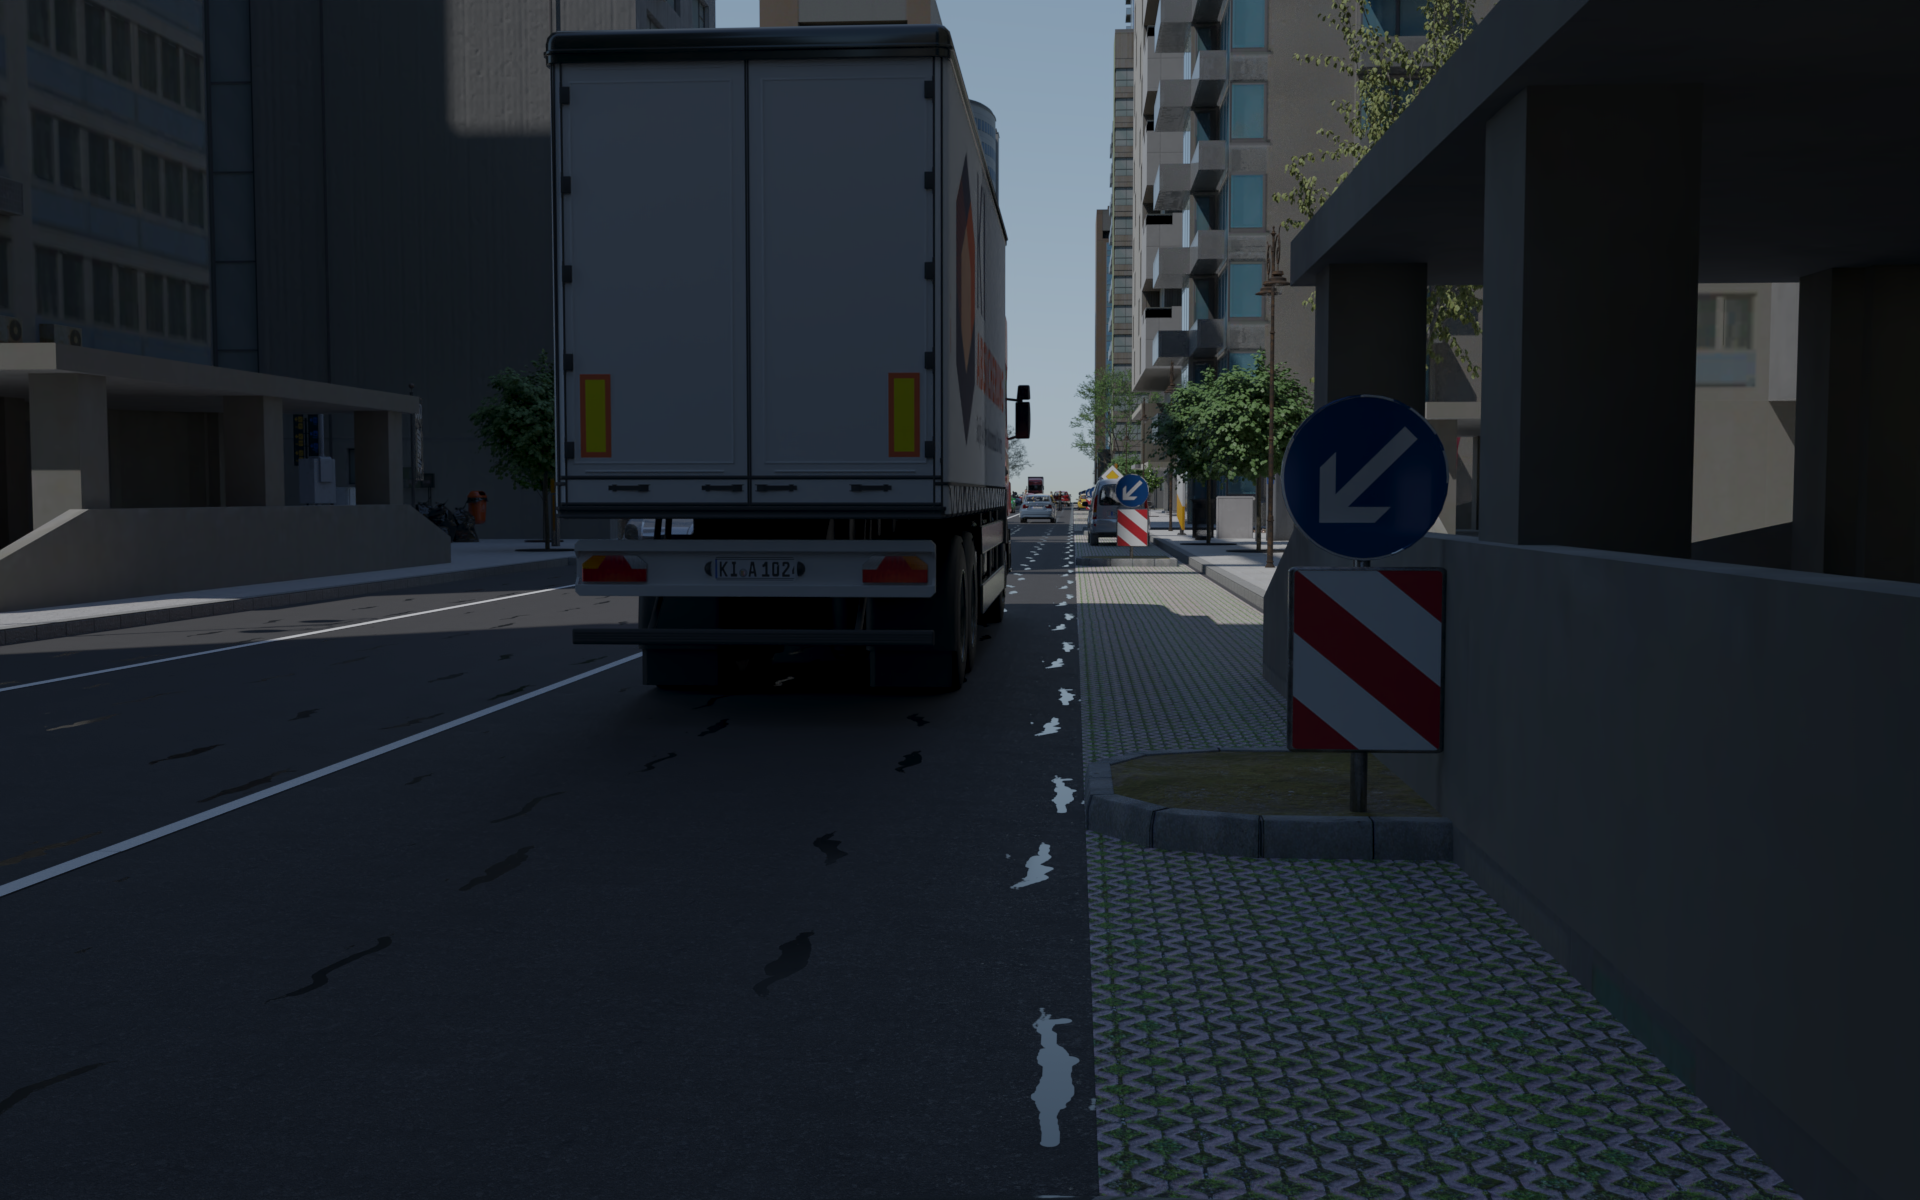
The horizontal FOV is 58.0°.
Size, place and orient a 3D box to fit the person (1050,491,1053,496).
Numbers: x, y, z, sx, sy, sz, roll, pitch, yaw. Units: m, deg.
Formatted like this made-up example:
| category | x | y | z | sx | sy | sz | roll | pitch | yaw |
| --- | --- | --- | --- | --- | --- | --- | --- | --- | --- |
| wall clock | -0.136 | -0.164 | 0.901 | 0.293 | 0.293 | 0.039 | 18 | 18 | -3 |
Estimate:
| category | x | y | z | sx | sy | sz | roll | pitch | yaw |
| --- | --- | --- | --- | --- | --- | --- | --- | --- | --- |
| person | 9.299 | -10.334 | 178.249 | 0.721 | 1.735 | 1.217 | -1 | 4 | -16 |

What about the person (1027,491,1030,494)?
| category | x | y | z | sx | sy | sz | roll | pitch | yaw |
| --- | --- | --- | --- | --- | --- | --- | --- | --- | --- |
| person | 9.560 | -14.337 | 242.535 | 1.348 | 1.869 | 0.705 | 2 | 4 | 26 |

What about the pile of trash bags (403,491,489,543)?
| category | x | y | z | sx | sy | sz | roll | pitch | yaw |
| --- | --- | --- | --- | --- | --- | --- | --- | --- | --- |
| pile of trash bags | -13.713 | -2.236 | 46.312 | 1.912 | 1.369 | 3.447 | 1 | 4 | 17 |

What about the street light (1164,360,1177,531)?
| category | x | y | z | sx | sy | sz | roll | pitch | yaw |
| --- | --- | --- | --- | --- | --- | --- | --- | --- | --- |
| street light | 7.273 | -5.312 | 59.643 | 0.468 | 5.910 | 1.993 | 0 | 4 | 4 |

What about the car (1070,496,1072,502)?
| category | x | y | z | sx | sy | sz | roll | pitch | yaw |
| --- | --- | --- | --- | --- | --- | --- | --- | --- | --- |
| car | 18.079 | -17.585 | 296.561 | 2.155 | 1.783 | 4.494 | 0 | 4 | 3 |

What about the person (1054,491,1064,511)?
| category | x | y | z | sx | sy | sz | roll | pitch | yaw |
| --- | --- | --- | --- | --- | --- | --- | --- | --- | --- |
| person | 8.387 | -8.376 | 146.271 | 0.721 | 1.723 | 1.217 | -3 | 5 | -41 |

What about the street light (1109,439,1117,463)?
| category | x | y | z | sx | sy | sz | roll | pitch | yaw |
| --- | --- | --- | --- | --- | --- | --- | --- | --- | --- |
| street light | 12.693 | -10.368 | 142.305 | 0.468 | 5.910 | 1.993 | 0 | 4 | 4 |

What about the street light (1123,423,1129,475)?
| category | x | y | z | sx | sy | sz | roll | pitch | yaw |
| --- | --- | --- | --- | --- | --- | --- | --- | --- | --- |
| street light | 10.816 | -8.555 | 112.664 | 0.468 | 5.910 | 1.993 | 0 | 4 | 4 |

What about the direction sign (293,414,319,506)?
| category | x | y | z | sx | sy | sz | roll | pitch | yaw |
| --- | --- | --- | --- | --- | --- | --- | --- | --- | --- |
| direction sign | -18.209 | -3.443 | 48.295 | 0.379 | 3.537 | 0.876 | 2 | 4 | 26 |

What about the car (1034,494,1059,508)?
| category | x | y | z | sx | sy | sz | roll | pitch | yaw |
| --- | --- | --- | --- | --- | --- | --- | --- | --- | --- |
| car | 5.160 | -5.971 | 107.843 | 2.015 | 1.641 | 3.980 | 0 | 4 | 3 |

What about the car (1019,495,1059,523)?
| category | x | y | z | sx | sy | sz | roll | pitch | yaw |
| --- | --- | --- | --- | --- | --- | --- | --- | --- | --- |
| car | 3.942 | -4.587 | 87.000 | 2.014 | 1.417 | 4.499 | 0 | 4 | 5 |

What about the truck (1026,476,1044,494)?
| category | x | y | z | sx | sy | sz | roll | pitch | yaw |
| --- | --- | --- | --- | --- | --- | --- | --- | --- | --- |
| truck | 12.151 | -17.686 | 278.075 | 2.839 | 4.237 | 11.283 | 0 | 4 | 4 |

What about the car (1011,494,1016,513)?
| category | x | y | z | sx | sy | sz | roll | pitch | yaw |
| --- | --- | --- | --- | --- | --- | --- | --- | --- | --- |
| car | 3.216 | -7.393 | 129.676 | 1.959 | 1.807 | 4.718 | 0 | 4 | 4 |

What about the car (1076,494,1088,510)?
| category | x | y | z | sx | sy | sz | roll | pitch | yaw |
| --- | --- | --- | --- | --- | --- | --- | --- | --- | --- |
| car | 11.342 | -8.818 | 154.401 | 2.015 | 1.641 | 3.980 | 0 | 4 | 3 |

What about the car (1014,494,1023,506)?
| category | x | y | z | sx | sy | sz | roll | pitch | yaw |
| --- | --- | --- | --- | --- | --- | --- | --- | --- | --- |
| car | 7.369 | -11.814 | 205.152 | 2.014 | 1.417 | 4.499 | 0 | 4 | 4 |

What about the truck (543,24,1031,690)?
| category | x | y | z | sx | sy | sz | roll | pitch | yaw |
| --- | --- | --- | --- | --- | --- | --- | --- | --- | --- |
| truck | -0.895 | -1.659 | 16.032 | 2.839 | 4.237 | 11.283 | 0 | 4 | 4 |

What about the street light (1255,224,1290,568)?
| category | x | y | z | sx | sy | sz | roll | pitch | yaw |
| --- | --- | --- | --- | --- | --- | --- | --- | --- | --- |
| street light | 5.401 | -3.499 | 30.001 | 0.468 | 5.910 | 1.993 | 0 | 4 | 4 |

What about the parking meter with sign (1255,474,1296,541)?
| category | x | y | z | sx | sy | sz | roll | pitch | yaw |
| --- | --- | --- | --- | --- | --- | --- | --- | --- | --- |
| parking meter with sign | 8.802 | -3.131 | 47.457 | 1.738 | 3.016 | 0.543 | -2 | 4 | -27 |

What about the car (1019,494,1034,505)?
| category | x | y | z | sx | sy | sz | roll | pitch | yaw |
| --- | --- | --- | --- | --- | --- | --- | --- | --- | --- |
| car | 7.836 | -11.501 | 197.085 | 2.155 | 1.783 | 4.494 | 0 | 4 | 3 |

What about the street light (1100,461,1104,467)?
| category | x | y | z | sx | sy | sz | roll | pitch | yaw |
| --- | --- | --- | --- | --- | --- | --- | --- | --- | --- |
| street light | 15.821 | -13.235 | 189.176 | 0.468 | 5.910 | 1.993 | 0 | 4 | 4 |

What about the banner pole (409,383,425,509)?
| category | x | y | z | sx | sy | sz | roll | pitch | yaw |
| --- | --- | --- | --- | --- | --- | --- | --- | --- | --- |
| banner pole | -12.368 | -3.023 | 39.444 | 0.401 | 3.779 | 0.863 | 0 | 4 | 4 |

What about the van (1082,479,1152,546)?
| category | x | y | z | sx | sy | sz | roll | pitch | yaw |
| --- | --- | --- | --- | --- | --- | --- | --- | --- | --- |
| van | 4.467 | -2.570 | 49.027 | 2.013 | 2.044 | 4.112 | 0 | 4 | 3 |

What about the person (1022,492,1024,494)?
| category | x | y | z | sx | sy | sz | roll | pitch | yaw |
| --- | --- | --- | --- | --- | --- | --- | --- | --- | --- |
| person | 8.358 | -13.391 | 228.155 | 1.217 | 1.736 | 0.721 | 3 | 4 | 36 |

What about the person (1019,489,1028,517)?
| category | x | y | z | sx | sy | sz | roll | pitch | yaw |
| --- | --- | --- | --- | --- | --- | --- | --- | --- | --- |
| person | 3.800 | -5.607 | 100.927 | 0.760 | 1.731 | 0.466 | 1 | 4 | 14 |

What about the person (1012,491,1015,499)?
| category | x | y | z | sx | sy | sz | roll | pitch | yaw |
| --- | --- | --- | --- | --- | --- | --- | --- | --- | --- |
| person | 6.393 | -12.269 | 209.104 | 0.705 | 1.824 | 1.348 | -2 | 4 | -26 |

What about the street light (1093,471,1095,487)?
| category | x | y | z | sx | sy | sz | roll | pitch | yaw |
| --- | --- | --- | --- | --- | --- | --- | --- | --- | --- |
| street light | 19.175 | -16.427 | 241.365 | 0.468 | 5.910 | 1.993 | 0 | 4 | 4 |

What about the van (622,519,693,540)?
| category | x | y | z | sx | sy | sz | roll | pitch | yaw |
| --- | --- | --- | --- | --- | --- | --- | --- | --- | --- |
| van | -4.670 | -1.421 | 30.247 | 2.013 | 2.044 | 4.112 | 0 | 4 | 5 |

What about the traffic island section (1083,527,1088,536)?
| category | x | y | z | sx | sy | sz | roll | pitch | yaw |
| --- | --- | --- | --- | --- | --- | --- | --- | --- | --- |
| traffic island section | 5.316 | -2.322 | 60.249 | 2.009 | 0.180 | 2.903 | 0 | 4 | 4 |

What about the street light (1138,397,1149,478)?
| category | x | y | z | sx | sy | sz | roll | pitch | yaw |
| --- | --- | --- | --- | --- | --- | --- | --- | --- | --- |
| street light | 8.770 | -6.721 | 82.674 | 0.468 | 5.910 | 1.993 | 0 | 4 | 4 |

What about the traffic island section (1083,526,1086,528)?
| category | x | y | z | sx | sy | sz | roll | pitch | yaw |
| --- | --- | --- | --- | --- | --- | --- | --- | --- | --- |
| traffic island section | 5.837 | -2.810 | 68.217 | 2.009 | 0.180 | 2.903 | 0 | 4 | 4 |

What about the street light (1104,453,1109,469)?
| category | x | y | z | sx | sy | sz | roll | pitch | yaw |
| --- | --- | --- | --- | --- | --- | --- | --- | --- | --- |
| street light | 13.760 | -11.423 | 159.546 | 0.468 | 5.910 | 1.993 | 0 | 4 | 4 |

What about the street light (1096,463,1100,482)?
| category | x | y | z | sx | sy | sz | roll | pitch | yaw |
| --- | --- | --- | --- | --- | --- | --- | --- | --- | --- |
| street light | 17.669 | -15.056 | 218.957 | 0.468 | 5.910 | 1.993 | 0 | 4 | 4 |

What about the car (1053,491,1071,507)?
| category | x | y | z | sx | sy | sz | roll | pitch | yaw |
| --- | --- | --- | --- | --- | --- | --- | --- | --- | --- |
| car | 11.516 | -11.531 | 197.203 | 2.281 | 1.827 | 5.304 | 0 | 4 | 4 |
